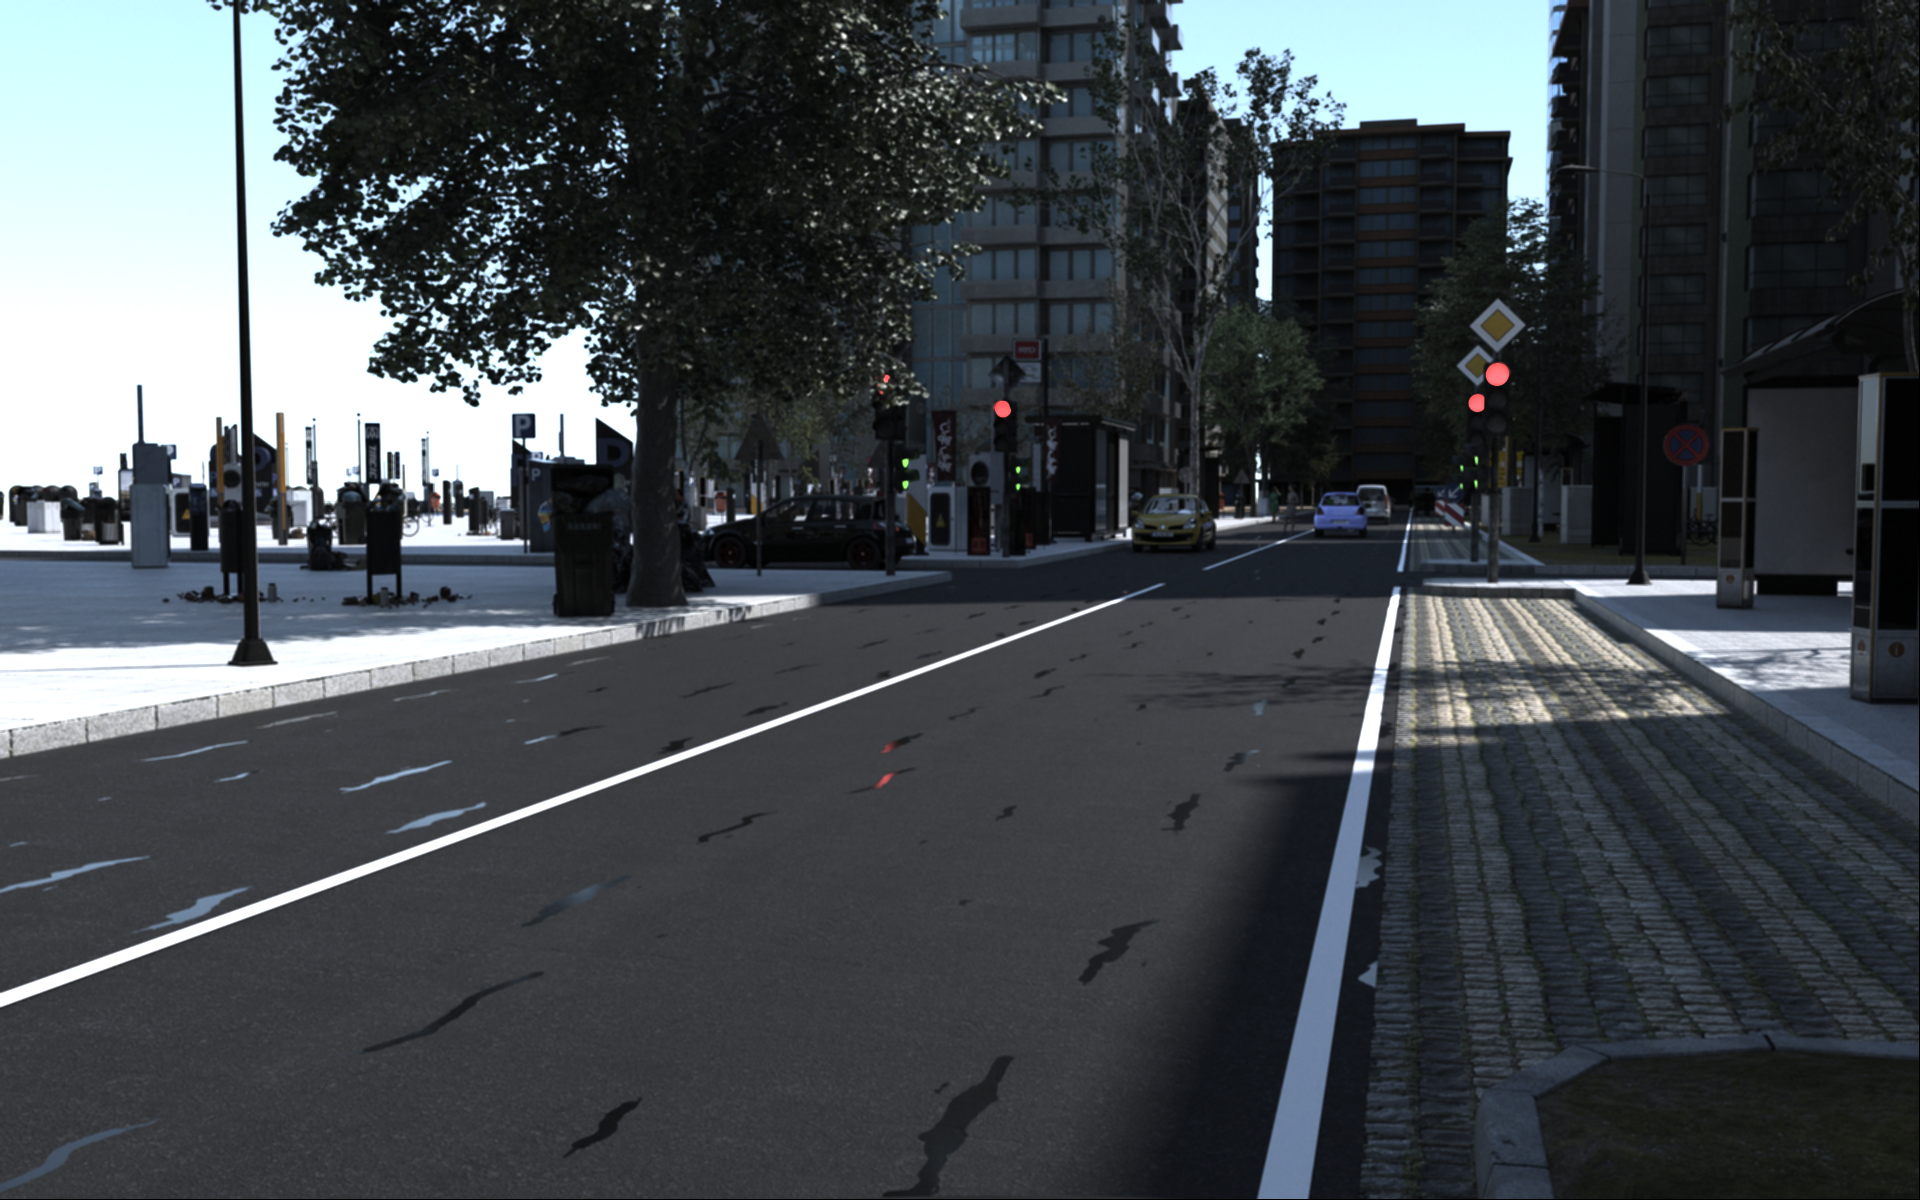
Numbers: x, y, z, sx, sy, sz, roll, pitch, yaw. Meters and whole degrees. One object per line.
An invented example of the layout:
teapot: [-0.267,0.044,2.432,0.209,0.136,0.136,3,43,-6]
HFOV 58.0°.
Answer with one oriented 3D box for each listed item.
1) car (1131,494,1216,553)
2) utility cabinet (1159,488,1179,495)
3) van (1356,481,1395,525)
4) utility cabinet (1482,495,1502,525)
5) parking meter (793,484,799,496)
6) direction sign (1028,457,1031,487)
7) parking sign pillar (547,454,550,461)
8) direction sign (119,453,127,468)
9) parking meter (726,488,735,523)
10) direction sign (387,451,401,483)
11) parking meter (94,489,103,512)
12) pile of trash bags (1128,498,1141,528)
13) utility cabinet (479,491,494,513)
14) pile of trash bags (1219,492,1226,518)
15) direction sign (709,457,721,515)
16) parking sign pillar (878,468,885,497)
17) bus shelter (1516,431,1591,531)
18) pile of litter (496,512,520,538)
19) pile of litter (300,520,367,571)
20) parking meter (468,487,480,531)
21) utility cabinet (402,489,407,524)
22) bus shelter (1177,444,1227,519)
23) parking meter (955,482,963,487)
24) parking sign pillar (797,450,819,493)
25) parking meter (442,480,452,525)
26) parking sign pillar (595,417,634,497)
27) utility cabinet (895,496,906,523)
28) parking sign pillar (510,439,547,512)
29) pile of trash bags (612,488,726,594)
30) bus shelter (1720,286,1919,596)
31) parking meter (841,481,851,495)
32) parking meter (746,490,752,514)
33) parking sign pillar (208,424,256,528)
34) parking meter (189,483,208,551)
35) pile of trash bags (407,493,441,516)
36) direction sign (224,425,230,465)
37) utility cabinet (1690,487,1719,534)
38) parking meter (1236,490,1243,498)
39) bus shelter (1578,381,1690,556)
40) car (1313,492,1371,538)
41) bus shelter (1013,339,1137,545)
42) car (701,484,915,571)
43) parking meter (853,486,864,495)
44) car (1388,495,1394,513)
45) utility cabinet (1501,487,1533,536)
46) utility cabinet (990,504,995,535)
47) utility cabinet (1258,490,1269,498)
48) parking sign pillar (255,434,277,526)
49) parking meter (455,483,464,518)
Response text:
car: [5.424,-2.052,43.769,2.015,1.641,3.980,1,4,15]
utility cabinet: [7.664,-3.351,63.472,0.318,1.500,1.173,-1,4,-16]
van: [19.367,-4.547,81.348,2.013,2.044,4.112,1,4,15]
utility cabinet: [21.972,-3.694,71.564,0.306,1.237,1.020,-1,4,-17]
parking meter: [-9.524,-5.772,100.085,0.399,1.863,0.255,3,5,44]
direction sign: [4.371,-7.008,106.581,0.379,3.537,0.876,-1,4,-21]
parking sign pillar: [-27.883,-7.804,116.062,1.447,3.967,1.447,0,4,5]
direction sign: [-45.794,-6.292,94.870,0.876,3.537,0.379,3,5,42]
parking meter: [-9.498,-3.875,71.768,0.372,1.533,0.369,0,3,0]
direction sign: [-30.075,-6.118,92.030,0.876,3.537,0.379,2,4,24]
parking meter: [-40.531,-4.469,81.474,0.372,1.533,0.369,0,3,0]
pile of trash bags: [6.235,-3.527,67.415,1.912,1.369,3.447,0,4,7]
utility cabinet: [-30.229,-6.203,110.095,1.173,1.500,0.318,0,4,4]
pile of trash bags: [13.202,-5.154,94.013,1.912,1.369,3.447,-2,4,-32]
direction sign: [-15.023,-6.981,106.129,0.379,3.537,0.876,3,5,45]
parking sign pillar: [-4.310,-6.759,98.979,1.447,3.967,1.447,1,4,12]
bus shelter: [19.736,-3.910,57.860,2.014,3.302,5.546,1,4,15]
pile of litter: [-12.947,-2.250,50.758,1.176,0.858,1.719,-2,4,-32]
pile of litter: [-10.668,-0.952,29.535,1.176,0.858,1.719,-1,4,-14]
parking meter: [-16.818,-3.152,59.948,0.372,1.533,0.369,0,3,0]
utility cabinet: [-23.897,-3.947,73.212,0.318,1.500,1.173,1,4,22]
bus shelter: [11.876,-5.727,84.912,1.731,3.624,6.357,1,4,15]
parking meter: [-0.059,-5.004,87.521,0.399,1.863,0.255,3,5,41]
parking sign pillar: [-9.229,-7.150,105.368,1.447,3.967,1.447,-3,4,-36]
parking meter: [-21.595,-4.112,72.938,0.255,1.863,0.399,0,4,4]
parking sign pillar: [-12.031,-4.401,60.429,1.447,3.967,1.447,-1,4,-15]
utility cabinet: [-1.592,-1.947,42.998,0.306,1.237,1.020,-1,4,-15]
parking sign pillar: [-21.119,-5.843,84.007,1.447,3.967,1.447,0,4,7]
pile of trash bags: [-4.284,-0.865,23.896,1.912,1.369,3.447,0,4,1]
bus shelter: [10.068,-1.564,19.492,2.014,3.302,5.546,1,4,15]
parking meter: [-5.066,-4.346,76.771,0.399,1.863,0.255,1,4,10]
parking meter: [-13.472,-6.251,110.619,0.372,1.533,0.369,0,3,0]
parking sign pillar: [-27.955,-4.727,65.764,1.447,3.967,1.447,1,4,11]
parking meter: [-17.255,-1.886,39.255,0.372,1.533,0.369,0,3,0]
pile of trash bags: [-31.596,-5.515,99.917,3.447,1.369,1.912,0,4,7]
direction sign: [-24.258,-3.998,57.364,0.379,3.537,0.876,-2,4,-31]
utility cabinet: [23.727,-2.864,55.503,0.318,1.500,1.173,-3,4,-39]
parking meter: [15.935,-5.523,98.704,0.372,1.533,0.369,0,3,0]
bus shelter: [14.990,-2.905,38.772,1.731,3.624,6.357,1,4,15]
car: [12.829,-2.976,58.250,1.945,1.707,3.694,1,4,14]
bus shelter: [3.087,-4.260,47.279,2.179,5.291,8.768,1,4,15]
car: [-2.944,-1.418,32.963,4.222,1.686,2.009,1,4,13]
parking meter: [-3.309,-2.946,56.572,0.372,1.533,0.369,0,3,0]
car: [33.104,-7.574,136.197,2.083,1.381,4.827,1,4,16]
utility cabinet: [17.078,-2.715,53.069,1.173,1.500,0.318,-3,4,-39]
utility cabinet: [1.018,-2.615,53.918,1.020,1.237,0.306,-1,4,-20]
utility cabinet: [18.479,-5.917,105.424,0.318,1.500,1.173,2,4,28]
parking sign pillar: [-28.656,-5.045,70.956,1.447,3.967,1.447,1,4,11]
parking meter: [-27.207,-5.409,94.151,0.255,1.863,0.399,3,5,42]
